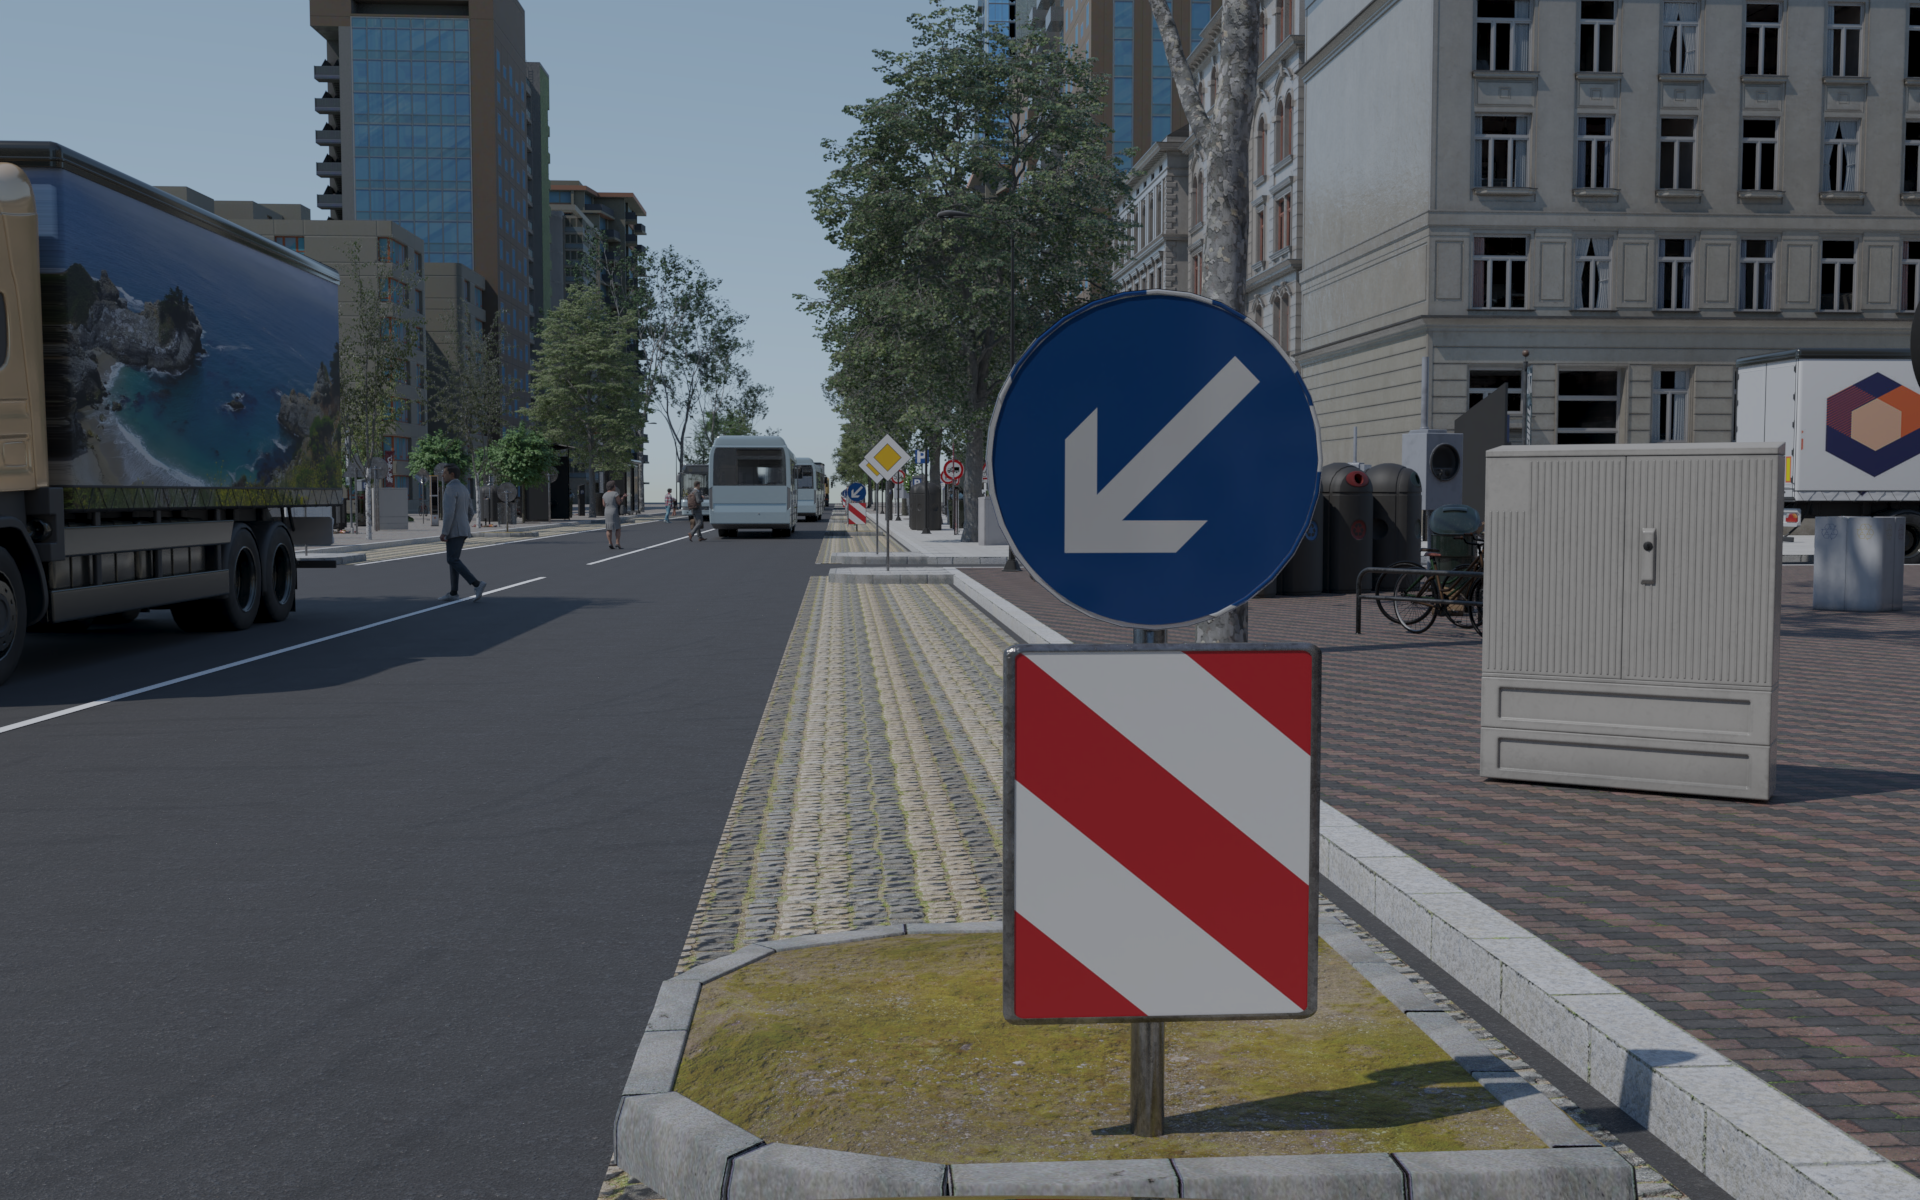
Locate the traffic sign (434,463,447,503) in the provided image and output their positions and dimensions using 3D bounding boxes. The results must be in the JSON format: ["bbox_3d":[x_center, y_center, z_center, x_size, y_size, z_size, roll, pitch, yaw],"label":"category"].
[{"bbox_3d":[-20.948,-4.289,70.223,0.768,2.556,0.104,0,4,-1],"label":"traffic sign"}]

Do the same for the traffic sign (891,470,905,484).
[{"bbox_3d":[-3.178,-5.450,89.206,0.768,2.556,0.104,0,4,3],"label":"traffic sign"}]

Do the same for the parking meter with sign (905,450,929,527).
[{"bbox_3d":[-1.624,-4.335,67.139,0.543,3.016,1.738,1,4,9],"label":"parking meter with sign"}]

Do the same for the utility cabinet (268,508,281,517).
[{"bbox_3d":[-17.616,-2.159,43.975,1.173,1.500,0.318,-2,4,-30],"label":"utility cabinet"}]

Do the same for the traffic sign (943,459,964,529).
[{"bbox_3d":[-0.233,-3.866,63.314,0.768,2.556,0.104,0,4,3],"label":"traffic sign"}]

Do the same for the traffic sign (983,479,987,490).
[{"bbox_3d":[1.259,-4.938,80.846,0.768,2.556,0.104,0,3,0],"label":"traffic sign"}]

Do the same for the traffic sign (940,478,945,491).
[{"bbox_3d":[-1.069,-5.862,97.967,0.606,2.300,0.079,0,4,-1],"label":"traffic sign"}]

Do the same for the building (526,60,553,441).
[{"bbox_3d":[-45.616,-29.061,158.743,14.154,41.232,14.086,0,4,-4],"label":"building"}]

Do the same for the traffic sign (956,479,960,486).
[{"bbox_3d":[-0.399,-6.836,111.866,0.768,2.556,0.104,0,4,-3],"label":"traffic sign"}]

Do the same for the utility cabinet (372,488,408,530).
[{"bbox_3d":[-20.234,-3.229,61.479,1.173,1.500,0.318,-2,4,-30],"label":"utility cabinet"}]

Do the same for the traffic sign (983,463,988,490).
[{"bbox_3d":[1.029,-3.869,63.268,0.884,2.594,0.081,0,4,-2],"label":"traffic sign"}]

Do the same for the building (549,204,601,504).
[{"bbox_3d":[-58.842,-32.141,217.391,32.217,40.220,23.993,0,4,-4],"label":"building"}]

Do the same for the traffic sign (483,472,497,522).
[{"bbox_3d":[-21.566,-4.731,79.482,0.606,2.300,0.079,0,4,-1],"label":"traffic sign"}]

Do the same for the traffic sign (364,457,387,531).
[{"bbox_3d":[-20.048,-3.628,59.426,0.768,2.556,0.104,0,4,-2],"label":"traffic sign"}]

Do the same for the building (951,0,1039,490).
[{"bbox_3d":[10.290,-57.631,254.939,22.319,86.520,31.000,0,4,-4],"label":"building"}]

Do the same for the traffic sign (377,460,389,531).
[{"bbox_3d":[-20.452,-3.715,60.843,0.768,2.556,0.104,0,4,-1],"label":"traffic sign"}]

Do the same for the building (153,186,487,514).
[{"bbox_3d":[-50.667,-17.015,123.231,27.650,21.520,28.899,0,4,-4],"label":"building"}]

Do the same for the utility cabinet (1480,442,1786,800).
[{"bbox_3d":[2.892,0.072,7.500,1.173,1.500,0.318,2,4,30],"label":"utility cabinet"}]

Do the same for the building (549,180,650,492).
[{"bbox_3d":[-55.922,-36.047,243.986,22.147,44.769,28.867,0,4,-4],"label":"building"}]

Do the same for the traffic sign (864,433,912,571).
[{"bbox_3d":[-1.202,-1.536,28.757,0.795,2.450,0.064,0,4,-4],"label":"traffic sign"}]

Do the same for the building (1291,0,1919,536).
[{"bbox_3d":[27.850,-13.888,60.360,30.059,22.955,16.112,0,4,-4],"label":"building"}]

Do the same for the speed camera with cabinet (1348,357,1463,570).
[{"bbox_3d":[6.163,-1.850,24.583,2.038,3.252,0.660,-2,4,-25],"label":"speed camera with cabinet"}]

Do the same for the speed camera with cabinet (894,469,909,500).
[{"bbox_3d":[-2.610,-6.074,93.639,2.038,3.252,0.660,3,4,37],"label":"speed camera with cabinet"}]

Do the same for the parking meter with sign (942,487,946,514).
[{"bbox_3d":[-0.725,-6.892,108.948,1.738,3.016,0.543,-2,4,-26],"label":"parking meter with sign"}]

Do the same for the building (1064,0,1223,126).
[{"bbox_3d":[15.097,-28.932,123.148,14.600,45.320,14.200,0,4,-4],"label":"building"}]

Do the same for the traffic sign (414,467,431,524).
[{"bbox_3d":[-23.146,-4.494,74.660,0.795,2.450,0.064,0,4,3],"label":"traffic sign"}]

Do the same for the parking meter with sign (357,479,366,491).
[{"bbox_3d":[-29.227,-5.411,84.734,0.543,3.016,1.738,-3,5,-42],"label":"parking meter with sign"}]

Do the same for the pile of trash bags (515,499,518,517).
[{"bbox_3d":[-24.217,-5.393,97.929,1.912,1.369,3.447,-1,4,-14],"label":"pile of trash bags"}]

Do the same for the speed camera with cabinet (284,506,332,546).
[{"bbox_3d":[-16.516,-2.942,42.436,2.038,3.252,0.660,-3,5,-43],"label":"speed camera with cabinet"}]

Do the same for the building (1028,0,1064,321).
[{"bbox_3d":[17.611,-32.168,145.550,23.786,49.044,30.456,0,4,-4],"label":"building"}]

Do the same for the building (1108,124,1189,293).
[{"bbox_3d":[15.300,-16.787,103.339,11.050,23.489,19.941,0,4,-4],"label":"building"}]

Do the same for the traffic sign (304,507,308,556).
[{"bbox_3d":[-13.576,-1.974,35.919,0.795,2.450,0.064,0,4,-4],"label":"traffic sign"}]

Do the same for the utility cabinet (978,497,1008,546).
[{"bbox_3d":[0.941,-1.972,43.397,1.020,1.237,0.306,-3,4,-36],"label":"utility cabinet"}]

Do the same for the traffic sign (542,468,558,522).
[{"bbox_3d":[-18.593,-4.789,78.413,0.768,2.556,0.104,0,4,0],"label":"traffic sign"}]

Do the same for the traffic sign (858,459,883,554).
[{"bbox_3d":[-1.759,-2.023,36.723,0.795,2.450,0.064,0,4,-4],"label":"traffic sign"}]

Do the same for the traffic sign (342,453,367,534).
[{"bbox_3d":[-19.181,-3.364,55.010,0.884,2.594,0.081,0,4,-1],"label":"traffic sign"}]

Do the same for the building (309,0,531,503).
[{"bbox_3d":[-44.282,-30.242,144.560,14.600,45.320,14.200,0,4,-4],"label":"building"}]

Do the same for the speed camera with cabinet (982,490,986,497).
[{"bbox_3d":[1.319,-4.441,66.951,2.038,3.252,0.660,3,4,37],"label":"speed camera with cabinet"}]

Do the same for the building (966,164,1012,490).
[{"bbox_3d":[12.196,-34.971,226.395,22.147,44.769,28.867,0,4,-4],"label":"building"}]

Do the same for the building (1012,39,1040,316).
[{"bbox_3d":[12.625,-31.656,167.694,14.600,45.320,14.200,0,4,-4],"label":"building"}]

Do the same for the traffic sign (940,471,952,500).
[{"bbox_3d":[-0.606,-5.308,86.896,0.768,2.556,0.104,0,4,-3],"label":"traffic sign"}]
